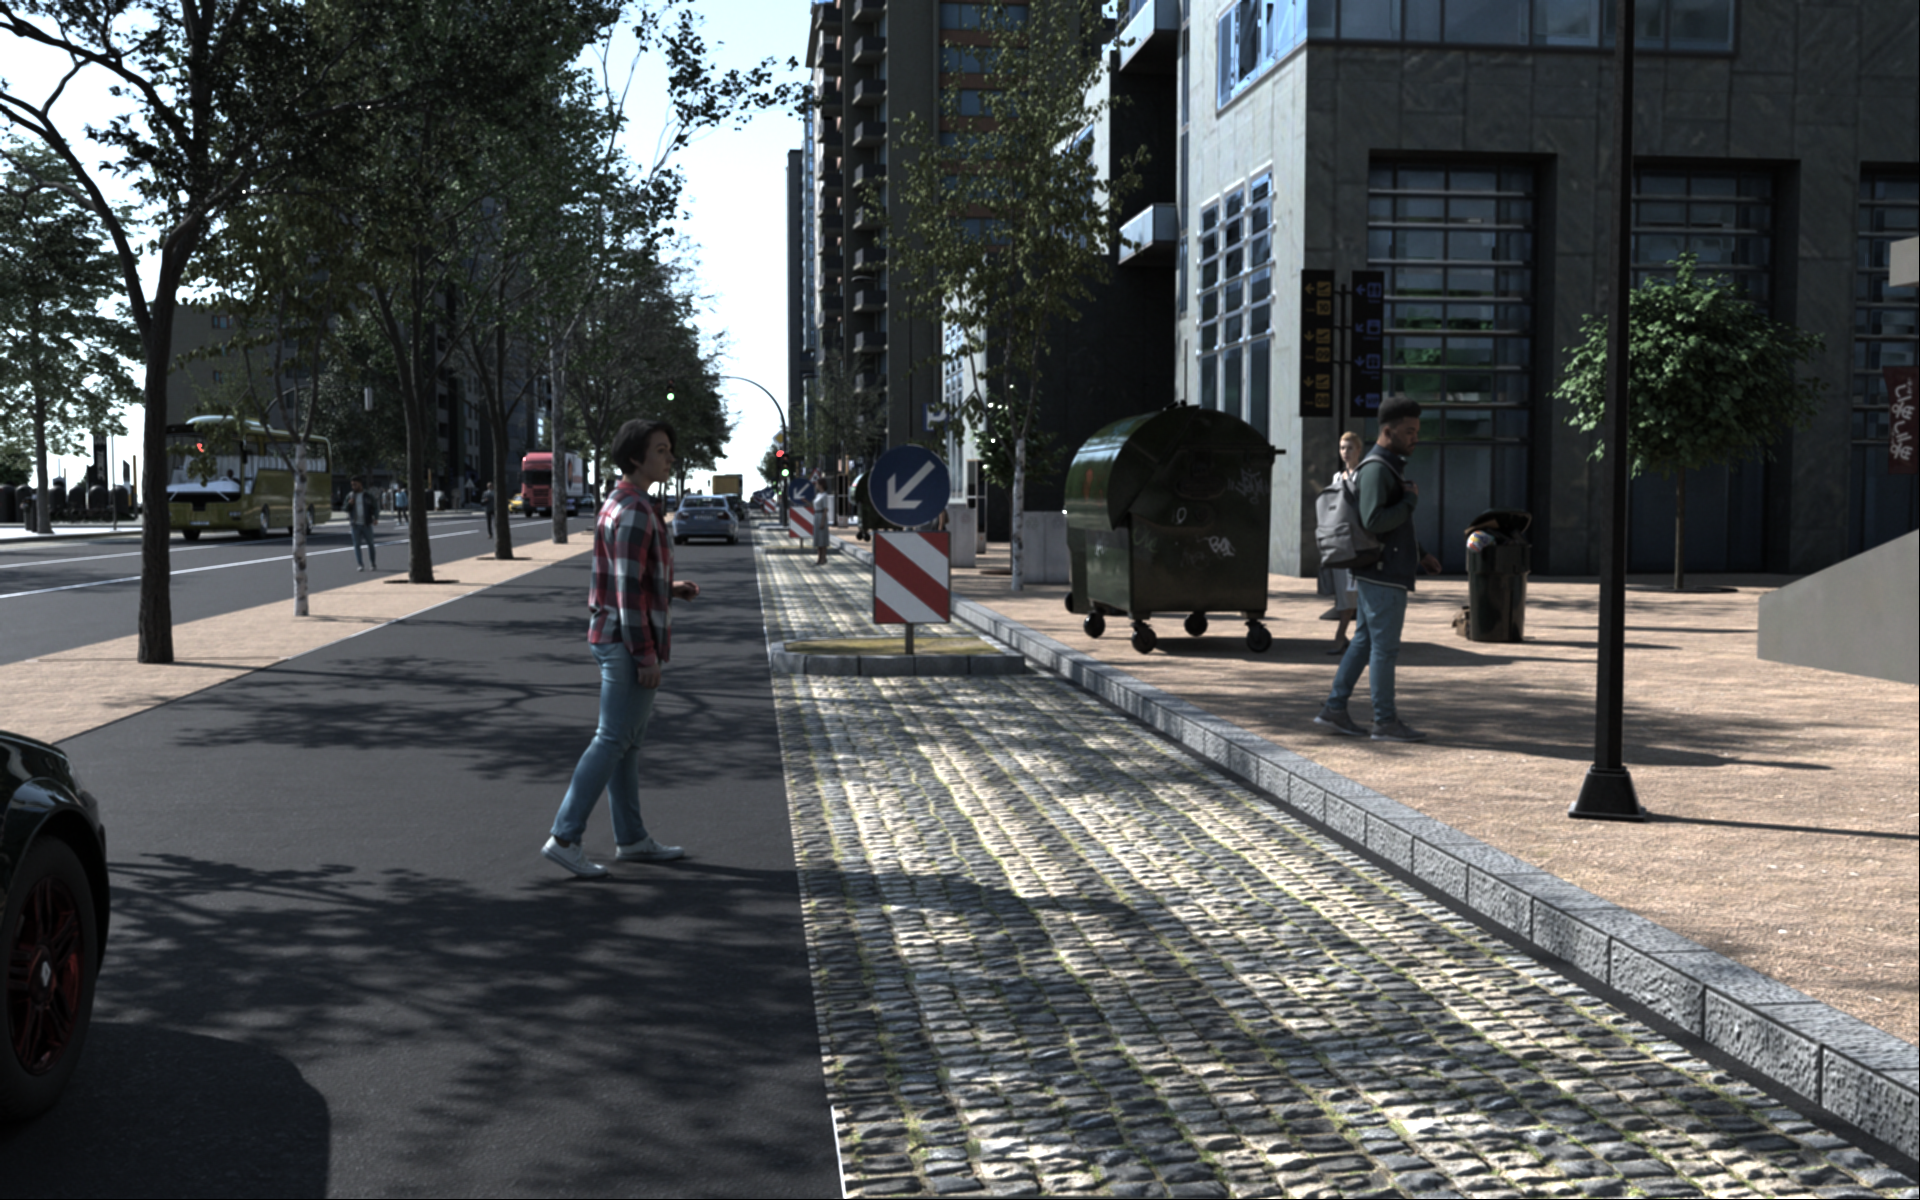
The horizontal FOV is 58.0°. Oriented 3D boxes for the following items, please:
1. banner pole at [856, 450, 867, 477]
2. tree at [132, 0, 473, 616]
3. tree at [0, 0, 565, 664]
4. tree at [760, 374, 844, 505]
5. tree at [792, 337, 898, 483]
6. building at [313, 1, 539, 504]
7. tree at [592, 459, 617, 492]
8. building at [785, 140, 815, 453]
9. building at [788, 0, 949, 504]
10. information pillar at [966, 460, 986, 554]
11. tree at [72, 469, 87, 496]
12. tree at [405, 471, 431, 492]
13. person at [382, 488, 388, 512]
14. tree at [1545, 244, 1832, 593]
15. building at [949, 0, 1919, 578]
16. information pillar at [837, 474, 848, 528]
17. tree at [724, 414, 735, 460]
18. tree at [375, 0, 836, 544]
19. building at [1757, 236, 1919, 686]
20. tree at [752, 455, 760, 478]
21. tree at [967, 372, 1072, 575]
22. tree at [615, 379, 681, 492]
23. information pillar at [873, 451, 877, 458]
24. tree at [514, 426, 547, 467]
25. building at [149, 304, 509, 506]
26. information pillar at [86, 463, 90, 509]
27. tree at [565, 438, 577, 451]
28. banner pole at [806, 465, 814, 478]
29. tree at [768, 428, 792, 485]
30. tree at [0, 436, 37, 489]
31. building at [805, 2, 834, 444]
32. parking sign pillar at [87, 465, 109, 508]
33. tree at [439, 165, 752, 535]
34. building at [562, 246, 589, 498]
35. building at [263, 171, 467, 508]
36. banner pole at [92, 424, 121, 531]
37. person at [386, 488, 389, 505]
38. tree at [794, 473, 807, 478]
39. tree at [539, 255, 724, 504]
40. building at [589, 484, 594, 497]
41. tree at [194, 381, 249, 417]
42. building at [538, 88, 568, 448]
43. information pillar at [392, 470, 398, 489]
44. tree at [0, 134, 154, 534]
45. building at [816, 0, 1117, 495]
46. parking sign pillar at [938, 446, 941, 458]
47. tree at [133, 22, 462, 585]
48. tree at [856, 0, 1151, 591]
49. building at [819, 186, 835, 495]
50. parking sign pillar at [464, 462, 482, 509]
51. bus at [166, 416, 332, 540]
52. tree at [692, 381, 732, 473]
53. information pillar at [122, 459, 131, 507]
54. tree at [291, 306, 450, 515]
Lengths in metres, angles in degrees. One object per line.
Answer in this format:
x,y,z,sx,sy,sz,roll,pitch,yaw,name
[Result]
-5.504,-6.589,97.748,0.863,3.779,0.401,-2,4,-29,banner pole
-7.773,-4.123,20.232,4.737,8.622,4.395,0,3,0,tree
-6.787,-4.717,13.989,8.767,10.594,7.601,0,4,-7,tree
-8.776,-9.493,105.565,4.737,8.622,4.395,0,3,0,tree
-5.243,-8.058,82.104,4.360,8.622,3.978,0,3,0,tree
-61.699,-40.334,201.452,21.231,58.520,28.212,0,4,-7,building
-58.092,-20.366,283.345,4.737,8.622,4.395,0,3,0,tree
-18.980,-46.070,295.236,21.231,58.520,28.212,0,4,-7,building
-14.974,-58.231,264.743,22.319,86.520,31.000,0,4,-7,building
0.350,-1.994,37.087,0.304,2.012,0.304,3,5,42,information pillar
-67.750,-8.554,134.466,1.663,3.219,1.824,0,3,0,tree
-38.407,-7.856,123.050,1.663,3.219,1.824,0,3,0,tree
-41.341,-7.183,124.481,0.522,1.701,0.512,-2,4,-34,person
9.527,-2.403,23.007,4.285,4.588,4.351,0,3,0,tree
12.398,-44.504,40.310,22.319,86.520,31.000,0,4,-7,building
-4.384,-3.692,64.852,0.304,2.012,0.304,2,4,27,information pillar
-20.857,-12.827,130.300,7.486,12.596,7.792,0,3,0,tree
-10.210,-11.635,48.573,12.611,20.169,13.585,0,3,0,tree
23.032,-19.294,7.333,32.217,40.220,23.993,0,4,-7,building
-21.610,-15.624,205.817,4.737,8.622,4.395,0,3,0,tree
0.960,-2.024,27.701,1.663,3.219,1.824,0,3,0,tree
-17.035,-8.646,94.175,4.360,8.622,3.978,0,3,0,tree
-4.671,-6.365,95.419,0.183,3.616,0.504,-2,4,-26,information pillar
-45.385,-14.244,183.254,4.360,8.622,3.978,0,3,0,tree
-61.434,-20.071,173.192,27.650,21.520,28.899,0,4,-7,building
-66.641,-8.637,132.572,0.183,3.616,0.504,1,4,16,information pillar
-49.248,-16.256,216.145,4.737,8.622,4.395,0,3,0,tree
-11.733,-8.848,134.686,0.863,3.779,0.401,-2,4,-25,banner pole
-17.942,-14.156,181.809,4.360,8.622,3.978,0,3,0,tree
-53.933,-7.010,98.330,4.285,4.588,4.351,0,3,0,tree
-1.730,-36.531,186.517,28.713,52.752,27.495,0,4,-7,building
-60.109,-8.091,120.754,1.447,3.967,1.447,-2,4,-30,parking sign pillar
-12.833,-9.059,60.934,12.009,13.543,11.850,0,3,0,tree
-65.635,-35.810,269.090,14.154,41.232,14.086,0,4,-7,building
-51.904,-23.285,152.418,14.160,30.474,14.107,0,4,-7,building
-29.836,-4.312,60.521,0.863,3.779,0.401,-2,4,-34,banner pole
-47.103,-8.319,142.471,0.534,1.772,0.576,1,4,15,person
-12.148,-8.403,131.986,1.663,3.219,1.824,0,3,0,tree
-14.821,-9.639,78.185,7.486,12.596,7.792,0,3,0,tree
-77.440,-36.408,287.157,32.217,40.220,23.993,0,4,-7,building
-47.674,-9.910,112.398,4.360,8.622,3.978,0,3,0,tree
-66.622,-56.998,244.585,22.319,86.520,31.000,0,4,-7,building
-45.945,-9.145,140.869,0.504,3.616,0.183,1,4,15,information pillar
-29.167,-8.354,54.713,7.486,12.596,7.792,0,3,0,tree
0.033,-29.488,136.756,22.147,44.769,28.867,0,4,-7,building
-1.170,-6.220,90.169,1.447,3.967,1.447,-1,4,-10,parking sign pillar
-8.755,-6.072,27.494,9.928,11.665,9.643,0,3,0,tree
0.716,-4.447,23.067,4.737,8.622,4.395,0,3,0,tree
-6.442,-24.092,165.604,14.160,30.474,14.107,0,4,-7,building
-41.188,-9.654,146.313,1.447,3.967,1.447,3,5,44,parking sign pillar
-23.701,-4.060,57.935,2.896,3.916,12.252,0,4,-8,bus
-18.926,-10.610,110.346,8.767,10.594,7.601,0,4,-7,tree
-54.931,-7.512,114.169,0.504,3.616,0.183,0,4,1,information pillar
-35.790,-11.467,104.500,9.611,12.733,9.660,0,3,0,tree
